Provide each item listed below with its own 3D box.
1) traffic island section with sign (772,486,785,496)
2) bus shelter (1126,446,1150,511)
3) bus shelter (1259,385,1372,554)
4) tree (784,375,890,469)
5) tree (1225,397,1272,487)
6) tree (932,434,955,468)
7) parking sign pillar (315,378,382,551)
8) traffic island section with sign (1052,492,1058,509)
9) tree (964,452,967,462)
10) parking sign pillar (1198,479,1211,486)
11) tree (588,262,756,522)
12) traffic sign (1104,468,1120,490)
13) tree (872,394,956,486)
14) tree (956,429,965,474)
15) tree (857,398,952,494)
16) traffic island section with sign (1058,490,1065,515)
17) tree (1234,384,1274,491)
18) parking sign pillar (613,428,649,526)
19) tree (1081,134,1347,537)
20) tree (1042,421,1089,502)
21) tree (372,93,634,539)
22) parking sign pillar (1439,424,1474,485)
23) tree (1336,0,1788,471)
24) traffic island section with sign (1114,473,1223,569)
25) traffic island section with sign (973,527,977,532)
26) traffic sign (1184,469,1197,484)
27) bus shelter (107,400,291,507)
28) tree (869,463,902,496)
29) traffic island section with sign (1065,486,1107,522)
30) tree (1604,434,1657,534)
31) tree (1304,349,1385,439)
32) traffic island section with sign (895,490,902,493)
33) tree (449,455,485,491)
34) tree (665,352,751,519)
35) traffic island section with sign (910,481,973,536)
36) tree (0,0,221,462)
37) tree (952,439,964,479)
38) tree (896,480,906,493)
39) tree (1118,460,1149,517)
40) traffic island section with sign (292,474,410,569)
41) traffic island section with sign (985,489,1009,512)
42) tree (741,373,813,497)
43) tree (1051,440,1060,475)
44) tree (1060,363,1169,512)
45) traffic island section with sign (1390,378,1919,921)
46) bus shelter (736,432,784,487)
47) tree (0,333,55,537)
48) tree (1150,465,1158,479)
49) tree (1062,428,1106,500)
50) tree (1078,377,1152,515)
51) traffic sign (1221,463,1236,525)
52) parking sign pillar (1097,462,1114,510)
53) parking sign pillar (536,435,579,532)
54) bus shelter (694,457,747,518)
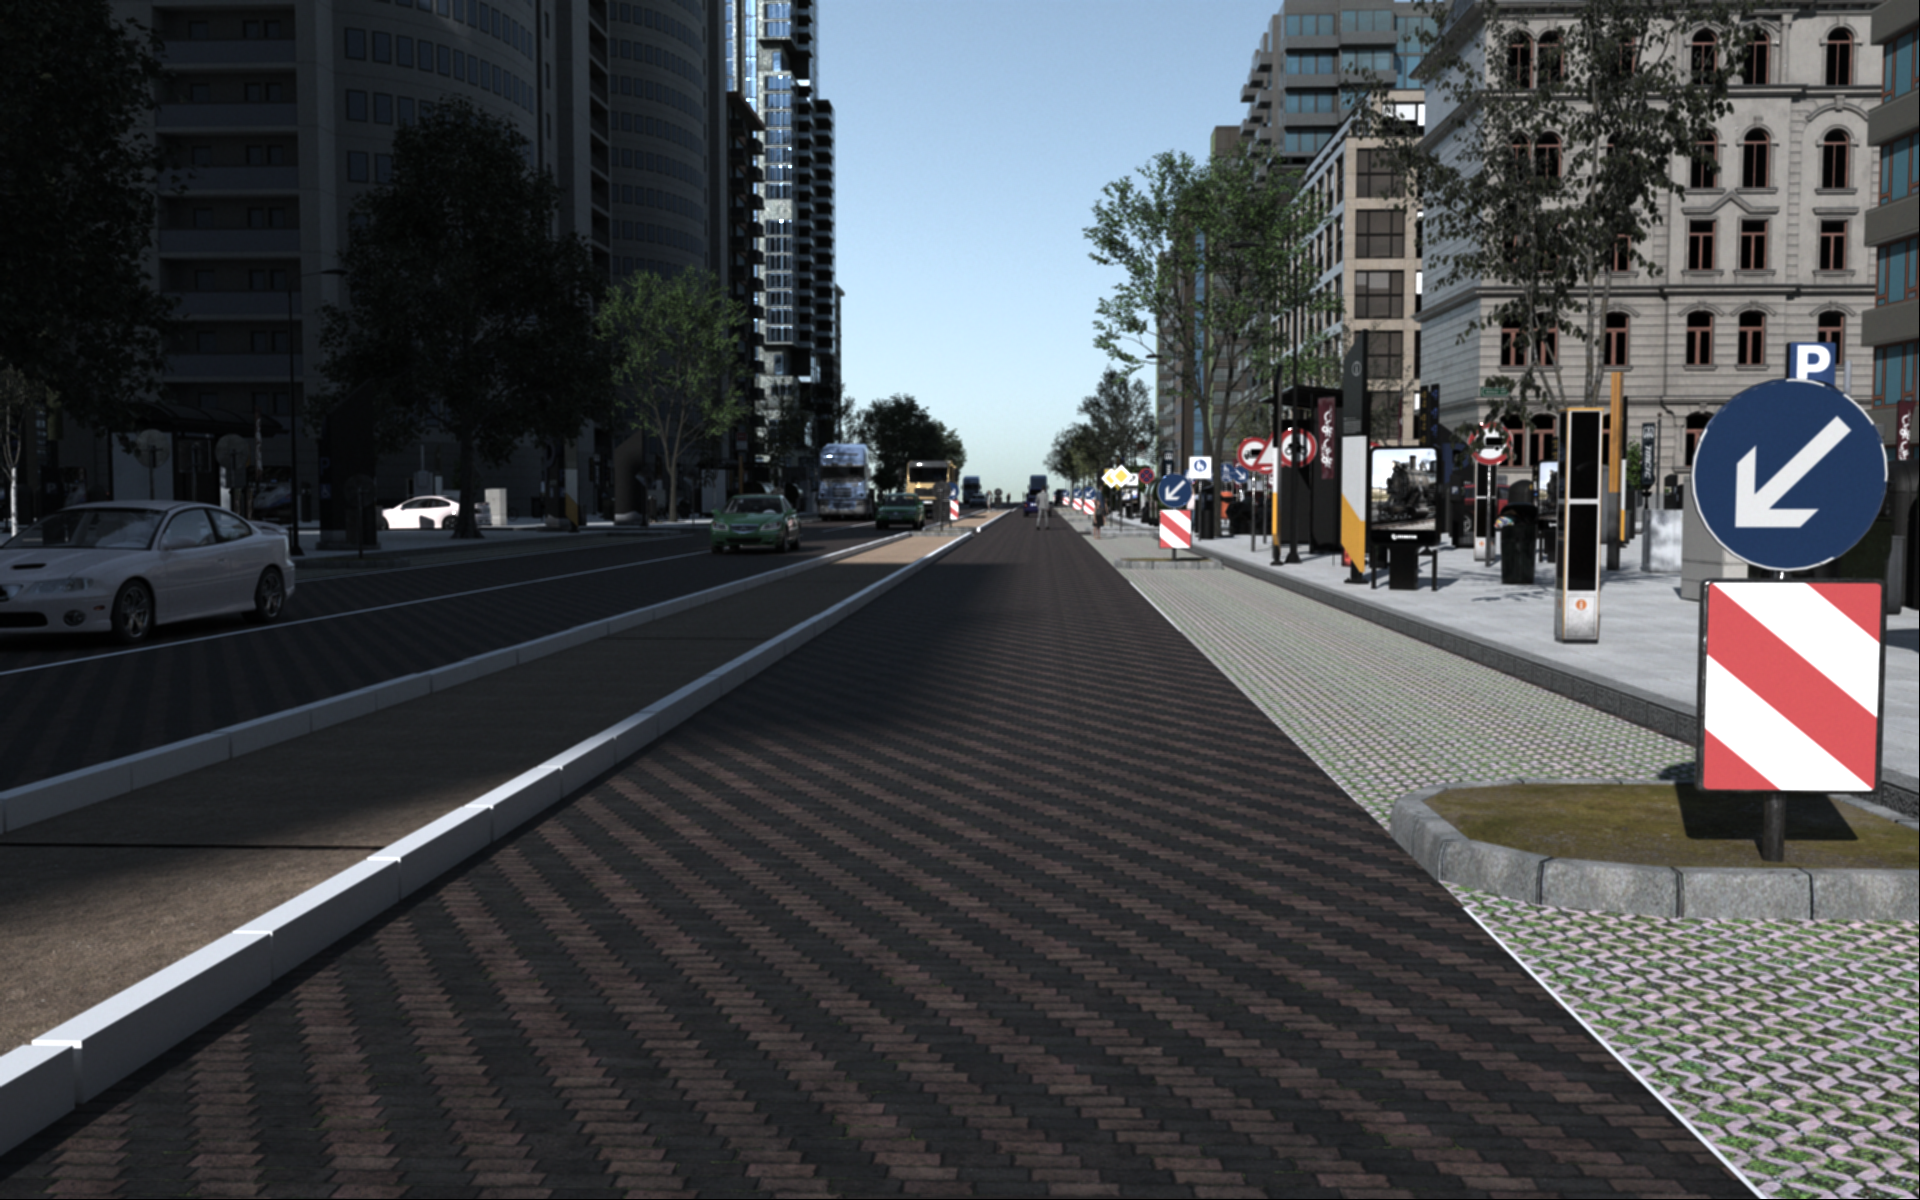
[{"bbox_3d":[-9.389,-4.942,89.436,1.989,1.847,2.006,0,4,3],"label":"traffic island section with sign"},{"bbox_3d":[13.243,-9.475,132.556,2.179,5.291,8.768,0,4,3],"label":"bus shelter"},{"bbox_3d":[8.183,-2.994,40.242,1.731,3.624,6.357,0,4,3],"label":"bus shelter"},{"bbox_3d":[-9.616,-12.259,134.852,8.767,10.594,7.601,0,4,-6],"label":"tree"},{"bbox_3d":[21.887,-11.043,130.919,4.737,8.622,4.395,0,3,0],"label":"tree"},{"bbox_3d":[-3.885,-20.485,269.346,7.601,10.594,8.767,-1,4,-11],"label":"tree"},{"bbox_3d":[-14.114,-3.143,39.858,1.447,3.967,1.447,2,4,27],"label":"parking sign pillar"},{"bbox_3d":[10.074,-9.661,166.583,1.989,1.847,2.006,0,4,3],"label":"traffic island section with sign"},{"bbox_3d":[-2.345,-23.036,302.397,9.928,11.665,9.643,0,3,0],"label":"tree"},{"bbox_3d":[15.439,-7.279,107.484,1.447,3.967,1.447,0,4,-6],"label":"parking sign pillar"},{"bbox_3d":[-13.125,-9.348,78.596,9.928,11.665,9.643,0,3,0],"label":"tree"},{"bbox_3d":[12.532,-8.775,137.337,2.265,3.308,0.079,0,4,4],"label":"traffic sign"},{"bbox_3d":[-6.412,-18.974,216.872,9.857,13.997,8.962,0,3,0],"label":"tree"},{"bbox_3d":[-3.419,-23.467,290.339,9.857,13.997,8.962,0,3,0],"label":"tree"},{"bbox_3d":[-7.739,-16.031,187.867,9.928,11.665,9.643,0,3,0],"label":"tree"},{"bbox_3d":[7.770,-6.594,116.435,1.989,1.847,2.006,0,4,3],"label":"traffic island section with sign"},{"bbox_3d":[19.804,-9.860,111.577,4.360,8.622,3.978,0,3,0],"label":"tree"},{"bbox_3d":[-13.411,-5.022,70.585,1.447,3.967,1.447,1,4,18],"label":"parking sign pillar"},{"bbox_3d":[7.577,-7.697,51.598,9.928,11.665,9.643,0,3,0],"label":"tree"},{"bbox_3d":[18.854,-23.223,290.072,12.009,13.543,11.850,0,3,0],"label":"tree"},{"bbox_3d":[-14.177,-8.128,49.896,9.611,12.733,9.660,0,3,0],"label":"tree"},{"bbox_3d":[18.969,-4.757,66.256,1.447,3.967,1.447,-1,4,-10],"label":"parking sign pillar"},{"bbox_3d":[6.412,-4.149,18.201,4.360,8.622,3.978,0,3,0],"label":"tree"},{"bbox_3d":[4.010,-1.531,33.664,1.989,1.847,2.006,0,4,3],"label":"traffic island section with sign"},{"bbox_3d":[-0.322,-3.573,66.557,2.006,1.907,1.989,0,4,3],"label":"traffic island section with sign"},{"bbox_3d":[11.408,-5.258,86.077,0.768,2.556,0.104,0,4,5],"label":"traffic sign"},{"bbox_3d":[-17.683,-2.829,40.185,2.014,3.302,5.546,0,4,3],"label":"bus shelter"},{"bbox_3d":[-7.765,-11.981,179.606,4.285,4.588,4.351,0,3,0],"label":"tree"},{"bbox_3d":[6.563,-4.947,89.507,1.989,1.847,2.006,0,4,3],"label":"traffic island section with sign"},{"bbox_3d":[21.742,-3.748,55.887,1.663,3.219,1.824,0,3,0],"label":"tree"},{"bbox_3d":[19.099,-8.365,87.128,4.737,8.622,4.395,0,3,0],"label":"tree"},{"bbox_3d":[-5.863,-9.666,166.674,1.989,1.847,2.006,0,4,3],"label":"traffic island section with sign"},{"bbox_3d":[-22.606,-5.126,78.416,1.663,3.219,1.824,0,3,0],"label":"tree"},{"bbox_3d":[-12.887,-8.481,89.019,4.360,8.622,3.978,0,3,0],"label":"tree"},{"bbox_3d":[-0.670,-3.121,59.158,2.006,1.907,1.989,0,4,3],"label":"traffic island section with sign"},{"bbox_3d":[-15.112,-6.559,24.250,9.611,12.733,9.660,0,3,0],"label":"tree"},{"bbox_3d":[-5.678,-19.119,238.352,9.928,11.665,9.643,0,3,0],"label":"tree"},{"bbox_3d":[-6.881,-12.901,205.530,1.663,3.219,1.824,0,3,0],"label":"tree"},{"bbox_3d":[9.345,-6.165,95.404,1.663,3.219,1.824,0,3,0],"label":"tree"},{"bbox_3d":[-11.924,-1.546,33.913,1.989,1.847,2.006,0,4,3],"label":"traffic island section with sign"},{"bbox_3d":[3.095,-8.164,141.618,2.006,1.907,1.989,0,4,3],"label":"traffic island section with sign"},{"bbox_3d":[-10.909,-9.446,104.798,4.737,8.622,4.395,0,3,0],"label":"tree"},{"bbox_3d":[16.700,-18.108,230.470,7.601,10.594,8.767,1,4,20],"label":"tree"},{"bbox_3d":[11.397,-11.579,123.733,7.601,10.594,8.767,0,4,7],"label":"tree"},{"bbox_3d":[2.777,0.116,6.737,1.989,1.847,2.006,0,4,3],"label":"traffic island section with sign"},{"bbox_3d":[-13.299,-8.393,114.851,2.179,5.291,8.768,0,4,3],"label":"bus shelter"},{"bbox_3d":[-26.641,-5.991,48.323,4.360,8.622,3.978,0,3,0],"label":"tree"},{"bbox_3d":[10.541,-6.414,99.471,1.663,3.219,1.824,0,3,0],"label":"tree"},{"bbox_3d":[13.799,-14.476,187.037,4.737,8.622,4.395,0,3,0],"label":"tree"},{"bbox_3d":[9.940,-9.562,106.694,4.360,8.622,3.978,0,3,0],"label":"tree"},{"bbox_3d":[11.033,-4.388,71.852,0.768,2.556,0.104,0,4,6],"label":"traffic sign"},{"bbox_3d":[11.706,-9.227,139.330,1.447,3.967,1.447,0,4,7],"label":"parking sign pillar"},{"bbox_3d":[-13.822,-4.338,59.398,1.447,3.967,1.447,-2,4,-33],"label":"parking sign pillar"},{"bbox_3d":[-13.307,-6.279,96.592,2.014,3.302,5.546,0,4,3],"label":"bus shelter"}]
